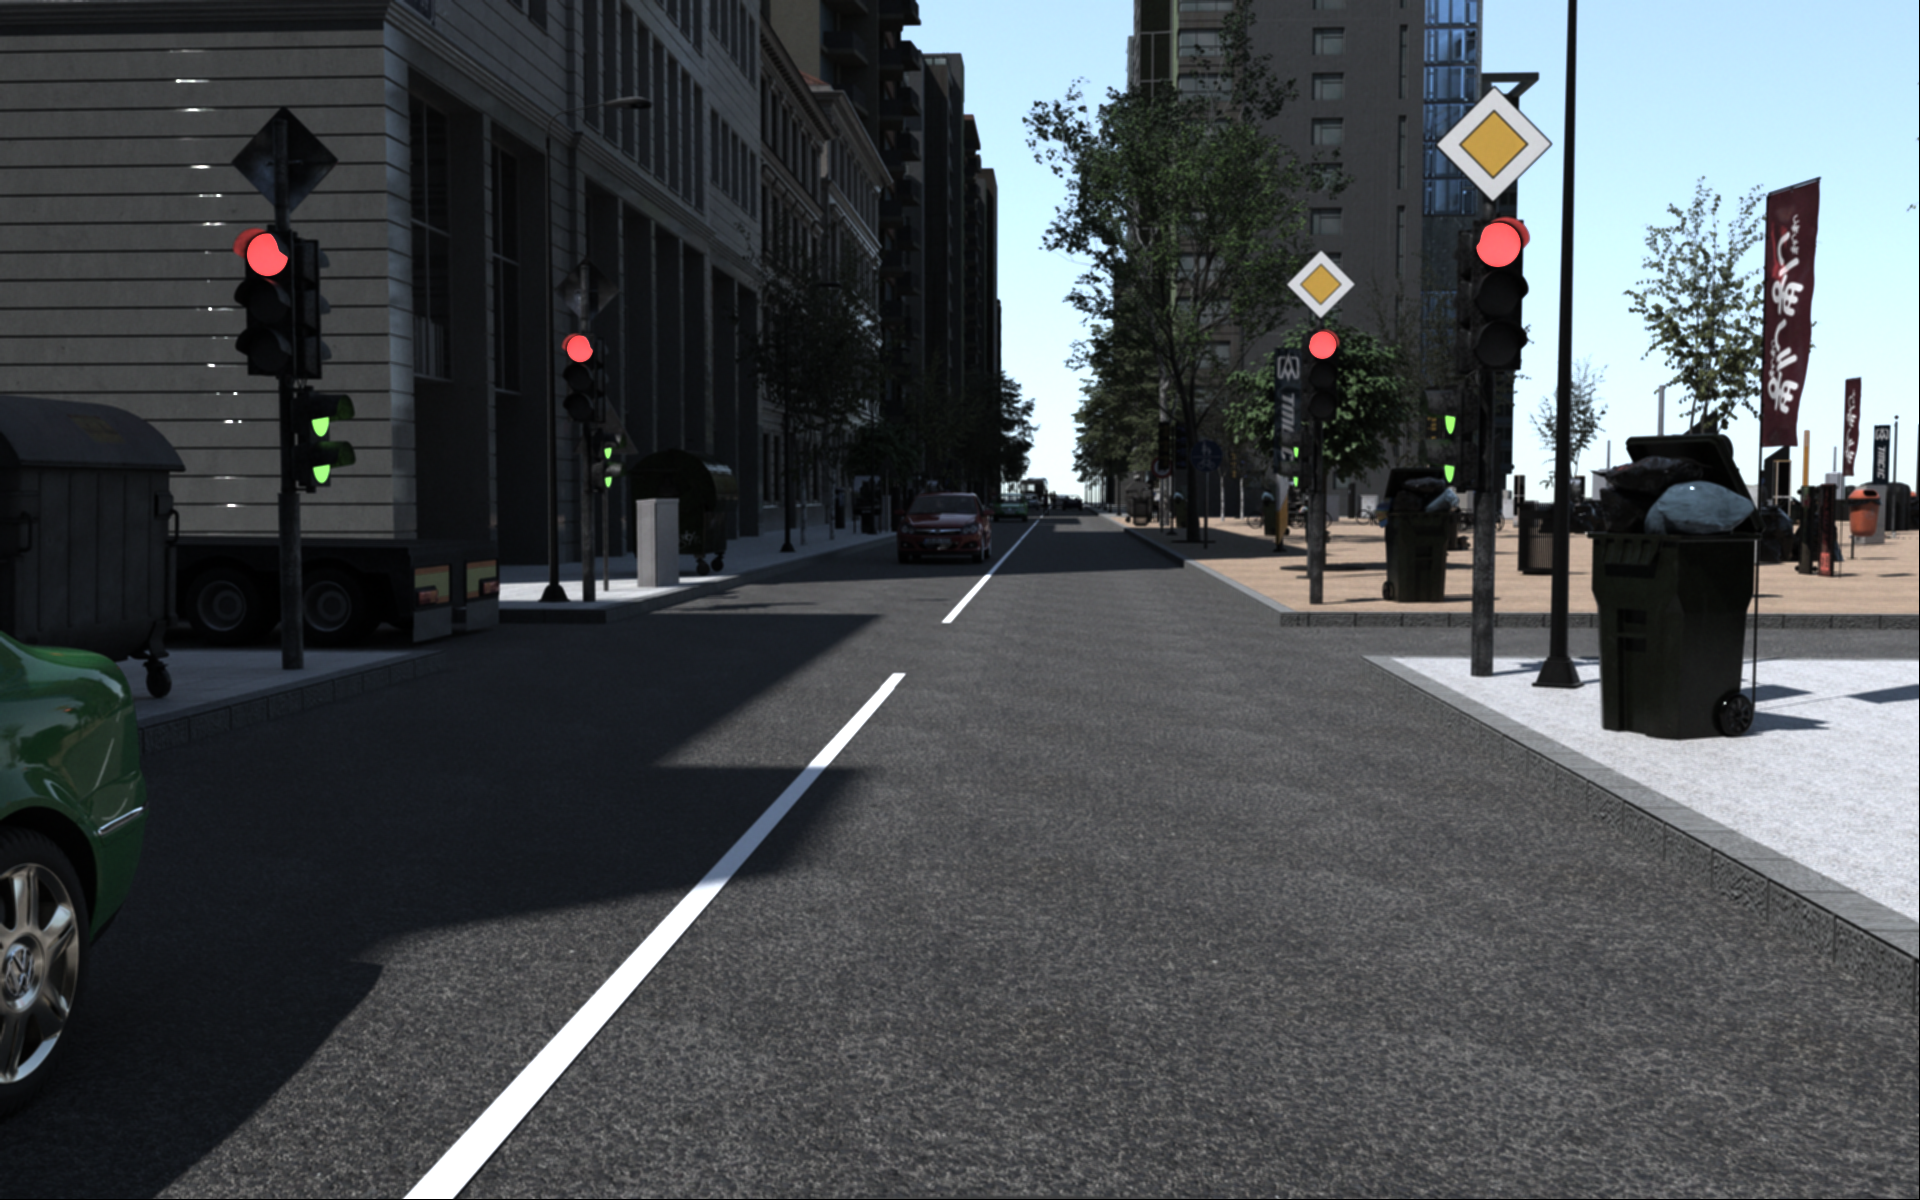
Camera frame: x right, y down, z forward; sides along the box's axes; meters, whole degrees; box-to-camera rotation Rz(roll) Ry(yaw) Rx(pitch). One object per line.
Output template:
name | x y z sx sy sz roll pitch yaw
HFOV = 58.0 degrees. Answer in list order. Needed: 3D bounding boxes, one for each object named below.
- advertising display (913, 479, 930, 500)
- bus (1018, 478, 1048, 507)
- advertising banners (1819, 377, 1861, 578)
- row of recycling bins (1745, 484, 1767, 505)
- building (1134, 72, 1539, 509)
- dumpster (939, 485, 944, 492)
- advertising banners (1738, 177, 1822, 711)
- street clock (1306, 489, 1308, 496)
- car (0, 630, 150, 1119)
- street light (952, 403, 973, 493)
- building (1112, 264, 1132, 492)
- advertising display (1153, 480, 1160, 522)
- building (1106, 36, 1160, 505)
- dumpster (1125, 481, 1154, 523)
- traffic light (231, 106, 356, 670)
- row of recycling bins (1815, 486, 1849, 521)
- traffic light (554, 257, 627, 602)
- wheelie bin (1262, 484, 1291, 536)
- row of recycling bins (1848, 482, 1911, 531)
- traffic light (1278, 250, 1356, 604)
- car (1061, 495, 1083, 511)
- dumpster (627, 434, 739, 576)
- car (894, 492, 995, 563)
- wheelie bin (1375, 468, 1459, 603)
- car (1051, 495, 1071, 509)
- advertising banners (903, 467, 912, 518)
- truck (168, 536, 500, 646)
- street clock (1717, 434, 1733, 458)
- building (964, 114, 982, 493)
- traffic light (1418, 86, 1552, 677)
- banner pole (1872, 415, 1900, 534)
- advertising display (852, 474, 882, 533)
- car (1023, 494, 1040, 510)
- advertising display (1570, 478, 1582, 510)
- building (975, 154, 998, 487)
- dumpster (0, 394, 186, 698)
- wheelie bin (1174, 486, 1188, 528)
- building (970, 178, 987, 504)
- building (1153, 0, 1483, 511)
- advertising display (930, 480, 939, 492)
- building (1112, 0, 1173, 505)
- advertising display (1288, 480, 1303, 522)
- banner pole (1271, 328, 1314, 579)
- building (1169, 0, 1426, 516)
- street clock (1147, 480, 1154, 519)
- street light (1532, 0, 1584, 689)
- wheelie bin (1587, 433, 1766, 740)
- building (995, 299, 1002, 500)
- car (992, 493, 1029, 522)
advertising display | -1.751 -4.342 76.210 0.123 1.923 0.974 -3 4 -37
bus | 8.259 -12.045 191.800 2.948 3.499 13.247 0 4 5
advertising banners | 13.486 -1.879 26.912 0.090 3.025 2.074 0 4 4
row of recycling bins | 33.093 -4.065 73.577 3.534 1.692 1.069 -3 4 -38
building | 32.027 -28.302 154.615 32.217 40.220 23.993 0 4 3
dumpster | -1.421 -4.595 80.893 1.264 1.857 1.865 0 4 3
advertising banners | 4.641 -0.885 10.665 0.090 3.025 2.074 0 4 -5
street clock | 16.646 -4.770 82.567 0.358 2.002 0.471 1 4 20
car | -3.081 0.377 2.638 1.959 1.807 4.718 0 4 2
street light | -0.248 -7.090 88.469 1.470 5.913 1.316 0 4 3
building | 26.036 -27.168 215.899 14.160 30.474 14.107 0 4 3
advertising display | 9.207 -4.551 79.629 0.123 1.923 0.974 -2 4 -30
building | 31.560 -56.498 236.414 22.319 86.520 31.000 0 4 3
dumpster | 8.121 -4.444 78.411 1.264 1.857 1.865 0 4 3
traffic light | -4.882 -1.448 12.598 0.839 4.253 0.868 0 4 3
row of recycling bins | 42.338 -4.686 83.723 1.069 1.692 3.534 0 4 -2
traffic light | -4.412 -1.936 20.570 0.839 4.253 0.868 0 4 3
wheelie bin | 9.722 -2.785 53.436 0.980 1.594 0.693 -2 4 -33
row of recycling bins | 32.206 -3.251 60.274 3.534 1.692 1.069 -3 5 -45
traffic light | 4.135 -1.906 20.084 0.839 4.253 0.868 0 4 3
car | 9.818 -8.494 151.458 1.945 1.354 3.894 0 4 3
dumpster | -4.480 -1.553 27.884 1.502 2.255 1.985 0 4 3
car | -0.303 -1.726 37.261 2.155 1.783 4.494 0 4 4
wheelie bin | 5.469 -0.778 20.621 0.980 1.594 0.693 0 4 -4
car | 9.860 -9.518 167.985 2.083 1.381 4.827 0 4 3
advertising banners | -2.837 -5.968 93.770 0.090 3.025 2.074 -1 4 -13
truck | -14.320 -1.713 17.775 18.799 4.110 2.967 0 4 4
street clock | 9.084 -1.002 20.947 0.358 2.002 0.471 -1 4 -13
building | -8.951 -33.155 196.707 22.147 44.769 28.867 0 4 3
traffic light | 3.665 -1.418 12.112 0.839 4.253 0.868 0 4 3
banner pole | 29.510 -3.984 55.162 0.863 3.779 0.401 3 4 36
advertising display | -3.039 -3.152 56.742 0.974 1.923 0.123 0 4 8
car | 6.166 -8.722 154.604 2.014 1.417 4.499 0 4 2
advertising display | 24.069 -3.860 68.325 0.974 1.923 0.123 -1 4 -18
building | -2.143 -35.613 232.388 14.600 45.320 14.200 0 4 3
dumpster | -5.595 -0.271 10.194 1.264 1.857 1.865 0 4 3
wheelie bin | 8.571 -3.558 66.088 0.980 1.594 0.693 -2 4 -35
building | -3.967 -32.715 218.480 14.154 41.232 14.086 0 4 3
building | 25.699 -49.750 126.081 22.319 86.520 31.000 0 4 3
advertising display | -1.416 -4.403 77.199 0.974 1.923 0.123 1 4 9
building | 28.042 -46.391 196.743 20.563 71.187 20.611 0 4 3
advertising display | 15.479 -4.616 80.685 0.974 1.923 0.123 1 4 22
banner pole | 5.100 -2.213 26.203 0.863 3.779 0.401 -1 4 -16
building | 19.819 -25.790 105.269 14.154 41.232 14.086 0 4 3
street clock | 9.734 -5.127 88.394 0.471 2.002 0.358 2 4 25
street light | 3.462 -2.380 11.447 1.470 5.913 1.316 0 4 3
wheelie bin | 3.822 -0.084 9.274 0.693 1.594 0.980 -2 4 -24
building | -1.331 -29.094 247.390 14.160 30.474 14.107 0 4 3
car | 2.635 -4.977 90.165 1.959 1.807 4.718 0 4 3
